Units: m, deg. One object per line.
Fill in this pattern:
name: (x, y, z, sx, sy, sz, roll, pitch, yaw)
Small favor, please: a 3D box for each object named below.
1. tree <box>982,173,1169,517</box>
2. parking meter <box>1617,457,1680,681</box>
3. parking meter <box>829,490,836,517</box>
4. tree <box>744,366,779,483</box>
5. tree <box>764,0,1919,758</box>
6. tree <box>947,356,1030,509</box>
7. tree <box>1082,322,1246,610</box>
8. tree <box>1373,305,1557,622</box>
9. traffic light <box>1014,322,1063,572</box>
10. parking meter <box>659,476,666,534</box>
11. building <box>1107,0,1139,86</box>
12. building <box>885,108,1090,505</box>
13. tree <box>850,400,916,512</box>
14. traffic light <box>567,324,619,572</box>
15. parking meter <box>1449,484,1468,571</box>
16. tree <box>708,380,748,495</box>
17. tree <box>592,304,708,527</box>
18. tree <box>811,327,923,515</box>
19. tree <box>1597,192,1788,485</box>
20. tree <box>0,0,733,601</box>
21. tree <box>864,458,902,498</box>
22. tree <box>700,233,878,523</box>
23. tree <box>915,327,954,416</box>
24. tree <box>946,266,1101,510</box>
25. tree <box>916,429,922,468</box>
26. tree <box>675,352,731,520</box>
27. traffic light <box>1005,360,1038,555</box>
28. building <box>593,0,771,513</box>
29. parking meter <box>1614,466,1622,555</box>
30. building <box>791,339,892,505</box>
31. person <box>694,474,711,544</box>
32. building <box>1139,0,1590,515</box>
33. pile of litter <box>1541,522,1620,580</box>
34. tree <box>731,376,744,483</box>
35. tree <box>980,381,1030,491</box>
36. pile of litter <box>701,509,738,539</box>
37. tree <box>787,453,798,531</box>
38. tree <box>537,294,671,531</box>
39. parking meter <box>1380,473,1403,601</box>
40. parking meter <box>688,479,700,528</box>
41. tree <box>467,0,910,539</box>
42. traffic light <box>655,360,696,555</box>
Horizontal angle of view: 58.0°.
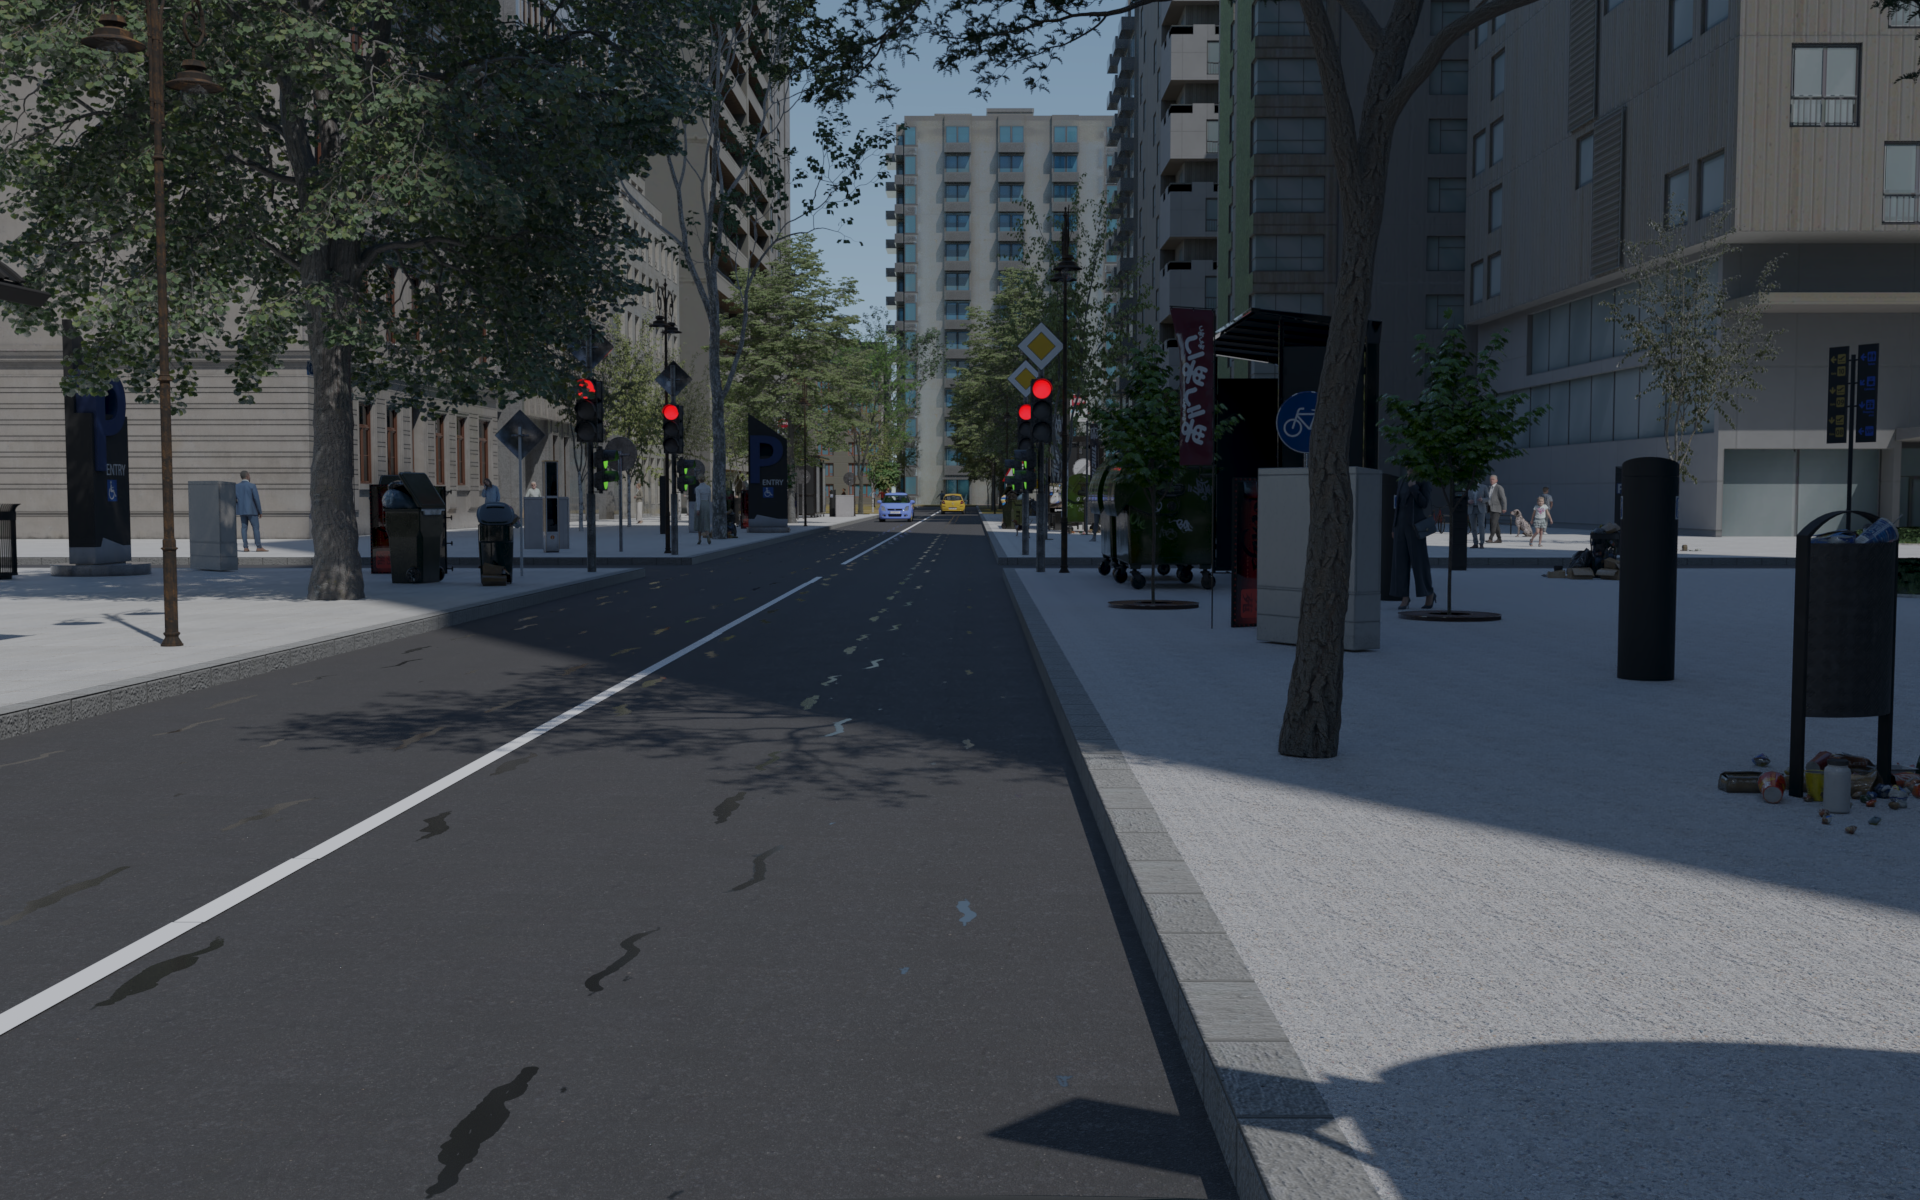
tree: (2.610, -5.533, 40.822, 4.737, 8.622, 4.395, 0, 3, 0)
parking meter: (4.767, -0.219, 11.996, 0.372, 1.533, 0.369, 0, 3, 0)
parking meter: (-7.157, -5.435, 97.278, 0.372, 1.533, 0.369, 0, 3, 0)
tree: (-11.904, -8.930, 96.373, 4.360, 8.622, 3.978, 0, 3, 0)
tree: (1.873, -4.494, 7.894, 8.767, 10.594, 7.601, -2, 4, -31)
tree: (3.535, -14.852, 149.488, 9.857, 13.997, 8.962, 0, 3, 0)
tree: (2.115, -1.535, 19.703, 1.663, 3.219, 1.824, 0, 3, 0)
tree: (5.019, -1.425, 17.908, 1.663, 3.219, 1.824, 0, 3, 0)
traffic light: (1.310, -2.415, 28.403, 0.839, 4.253, 0.868, 0, 4, 0)
parking meter: (-9.490, -3.047, 55.527, 0.255, 1.863, 0.399, 0, 4, -5)
building: (25.239, -33.079, 160.446, 23.786, 49.044, 30.456, 0, 4, 0)
building: (6.130, -36.582, 217.723, 30.456, 49.044, 23.786, 0, 4, 0)
tree: (-6.047, -10.485, 121.787, 4.737, 8.622, 4.395, 0, 3, 0)
traffic light: (-6.051, -2.417, 28.434, 0.839, 4.253, 0.868, 0, 4, 0)
parking meter: (8.388, -1.433, 29.139, 0.255, 1.863, 0.399, 0, 4, 7)
tree: (-14.050, -9.603, 107.378, 4.737, 8.622, 4.395, 0, 3, 0)
tree: (-12.609, -7.137, 67.058, 4.737, 8.622, 4.395, 0, 3, 0)
tree: (-6.206, -11.177, 108.491, 9.928, 11.665, 9.643, 0, 3, 0)
tree: (18.089, -5.670, 43.073, 4.360, 8.622, 3.978, 0, 3, 0)
tree: (-7.538, -6.984, 20.838, 9.857, 13.997, 8.962, 0, 3, 0)
tree: (-6.476, -9.862, 144.958, 4.285, 4.588, 4.351, 0, 3, 0)
tree: (-7.343, -9.599, 75.064, 7.486, 12.596, 7.792, 0, 3, 0)
tree: (-7.692, -19.610, 176.504, 12.611, 20.169, 13.585, 0, 3, 0)
tree: (3.179, -10.321, 86.867, 7.486, 12.596, 7.792, 0, 3, 0)
tree: (-5.515, -12.564, 155.786, 4.737, 8.622, 4.395, 0, 3, 0)
tree: (-13.696, -8.182, 84.139, 4.360, 8.622, 3.978, 0, 3, 0)
traffic light: (1.361, -2.903, 36.388, 0.839, 4.253, 0.868, 0, 4, 0)
building: (-27.560, -31.786, 143.404, 21.300, 48.544, 21.600, 0, 4, 0)
parking meter: (13.949, -1.872, 36.316, 0.255, 1.863, 0.399, -2, 4, -23)
building: (-23.773, -22.995, 221.006, 28.899, 21.520, 27.650, 0, 4, 0)
person: (-6.496, -2.302, 43.912, 0.478, 1.798, 0.641, -2, 4, -27)
building: (28.147, -33.159, 131.392, 28.713, 52.752, 27.495, 0, 4, 0)
pile of litter: (9.681, -0.749, 26.205, 1.176, 0.858, 1.719, -2, 4, -30)
tree: (-14.191, -8.599, 90.957, 4.360, 8.622, 3.978, 0, 3, 0)
tree: (2.900, -9.464, 105.092, 4.360, 8.622, 3.978, 0, 3, 0)
pile of litter: (-6.989, -2.231, 50.438, 1.176, 0.858, 1.719, 0, 4, 5)
tree: (-6.580, -4.042, 60.689, 1.663, 3.219, 1.824, 0, 3, 0)
tree: (-12.862, -6.657, 59.203, 4.360, 8.622, 3.978, 0, 3, 0)
parking meter: (5.237, -0.762, 20.877, 0.372, 1.533, 0.369, 0, 3, 0)
parking meter: (-9.578, -3.469, 62.437, 0.255, 1.863, 0.399, 3, 5, 41)
tree: (-7.660, -11.715, 47.426, 12.611, 20.169, 13.585, 0, 3, 0)
traffic light: (-6.000, -2.905, 36.419, 0.839, 4.253, 0.868, 0, 4, 0)
